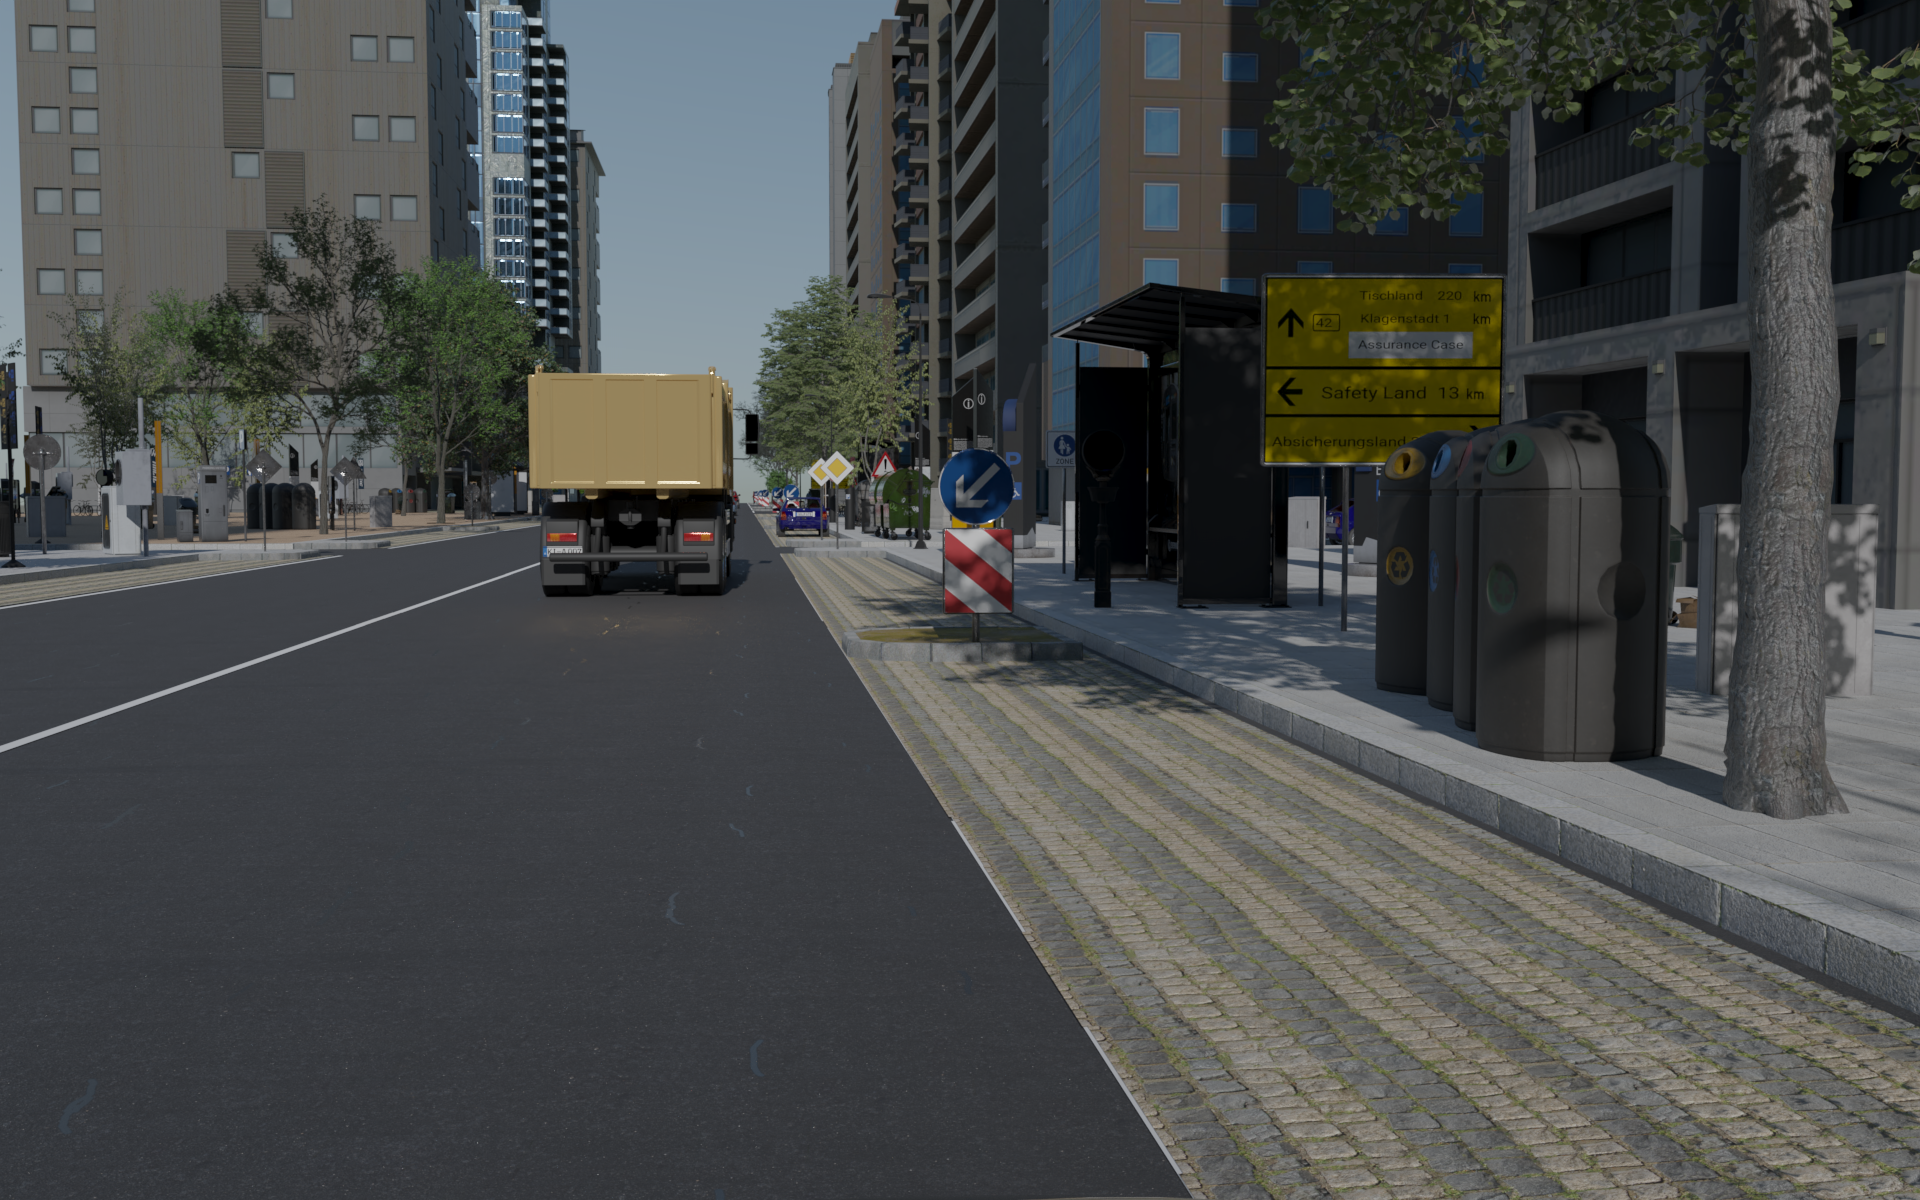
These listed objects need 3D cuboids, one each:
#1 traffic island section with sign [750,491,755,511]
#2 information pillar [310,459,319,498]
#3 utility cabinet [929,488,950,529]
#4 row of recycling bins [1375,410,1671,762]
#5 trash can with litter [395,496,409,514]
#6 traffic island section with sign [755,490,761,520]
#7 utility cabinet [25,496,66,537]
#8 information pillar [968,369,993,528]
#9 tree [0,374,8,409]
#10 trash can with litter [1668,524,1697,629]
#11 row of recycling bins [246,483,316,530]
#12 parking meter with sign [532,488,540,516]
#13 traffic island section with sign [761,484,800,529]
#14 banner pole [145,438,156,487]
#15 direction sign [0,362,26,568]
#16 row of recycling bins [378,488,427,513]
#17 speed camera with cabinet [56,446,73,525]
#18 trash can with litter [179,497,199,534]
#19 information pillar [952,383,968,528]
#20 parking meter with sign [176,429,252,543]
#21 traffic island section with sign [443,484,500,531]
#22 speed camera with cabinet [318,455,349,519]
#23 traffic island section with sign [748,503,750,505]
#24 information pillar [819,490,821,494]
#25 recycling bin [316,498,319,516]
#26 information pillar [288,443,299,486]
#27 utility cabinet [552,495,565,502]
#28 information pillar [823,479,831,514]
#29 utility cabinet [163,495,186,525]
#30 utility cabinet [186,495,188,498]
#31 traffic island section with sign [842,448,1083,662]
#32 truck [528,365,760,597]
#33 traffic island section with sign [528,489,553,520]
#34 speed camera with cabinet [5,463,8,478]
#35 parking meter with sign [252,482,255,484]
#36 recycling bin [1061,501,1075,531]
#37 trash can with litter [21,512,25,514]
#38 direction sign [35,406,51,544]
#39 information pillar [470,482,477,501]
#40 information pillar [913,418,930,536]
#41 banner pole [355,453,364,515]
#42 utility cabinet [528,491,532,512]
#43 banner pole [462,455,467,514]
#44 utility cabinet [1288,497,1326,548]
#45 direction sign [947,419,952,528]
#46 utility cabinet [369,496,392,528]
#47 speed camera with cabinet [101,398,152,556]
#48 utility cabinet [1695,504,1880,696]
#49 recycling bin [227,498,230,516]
[{"bbox_3d":[-16.681,-8.485,147.358,1.989,1.847,2.006,0,4,-7],"label":"traffic island section with sign"},{"bbox_3d":[-42.804,-7.557,114.918,0.504,3.616,0.183,-3,5,-39],"label":"information pillar"},{"bbox_3d":[-0.830,-3.305,62.715,0.318,1.500,1.173,-2,4,-35],"label":"utility cabinet"},{"bbox_3d":[3.153,-0.174,9.964,1.069,1.692,3.534,0,4,3],"label":"row of recycling bins"},{"bbox_3d":[-35.425,-6.021,109.835,0.624,1.170,1.055,0,4,3],"label":"trash can with litter"},{"bbox_3d":[-10.377,-5.433,97.454,1.989,1.847,2.006,0,4,-7],"label":"traffic island section with sign"},{"bbox_3d":[-27.373,-2.490,51.868,1.020,1.237,0.306,-3,5,-40],"label":"utility cabinet"},{"bbox_3d":[0.429,-2.522,32.587,0.183,3.616,0.504,3,5,42],"label":"information pillar"},{"bbox_3d":[-16.660,-2.649,27.025,4.285,4.588,4.351,0,3,0],"label":"tree"},{"bbox_3d":[6.965,-0.335,16.868,0.624,1.170,1.055,-3,5,-41],"label":"trash can with litter"},{"bbox_3d":[-24.772,-3.426,63.132,3.534,1.692,1.069,2,4,34],"label":"row of recycling bins"},{"bbox_3d":[-25.568,-6.607,104.289,0.543,3.016,1.738,-1,4,-12],"label":"parking meter with sign"},{"bbox_3d":[-7.008,-3.797,70.709,1.989,1.847,2.006,0,4,-7],"label":"traffic island section with sign"},{"bbox_3d":[-36.323,-5.372,77.854,0.401,3.779,0.863,3,5,41],"label":"banner pole"},{"bbox_3d":[-16.547,-2.335,30.171,0.379,3.537,0.876,-3,5,-44],"label":"direction sign"},{"bbox_3d":[-37.684,-6.724,117.044,1.069,1.692,3.534,3,5,39],"label":"row of recycling bins"},{"bbox_3d":[-37.574,-4.780,72.495,0.660,3.252,2.038,-2,4,-32],"label":"speed camera with cabinet"},{"bbox_3d":[-25.046,-2.760,56.518,1.055,1.170,0.624,3,5,45],"label":"trash can with litter"},{"bbox_3d":[0.090,-2.629,34.331,0.504,3.616,0.183,-1,4,-9],"label":"information pillar"},{"bbox_3d":[-20.006,-3.061,46.302,1.738,3.016,0.543,-2,4,-34],"label":"parking meter with sign"},{"bbox_3d":[-19.287,-3.659,68.445,1.989,1.847,2.006,0,4,-7],"label":"traffic island section with sign"},{"bbox_3d":[-32.112,-5.773,88.732,2.038,3.252,0.660,3,5,41],"label":"speed camera with cabinet"},{"bbox_3d":[-20.057,-10.121,174.102,1.989,1.847,2.006,0,4,-7],"label":"traffic island section with sign"},{"bbox_3d":[-9.814,-7.041,119.617,0.304,2.012,0.304,3,5,40],"label":"information pillar"},{"bbox_3d":[-37.651,-5.374,100.412,0.722,1.027,0.722,1,4,9],"label":"recycling bin"},{"bbox_3d":[-30.886,-5.441,80.320,0.183,3.616,0.504,3,4,37],"label":"information pillar"},{"bbox_3d":[-27.978,-6.723,121.087,1.020,1.237,0.306,-2,4,-30],"label":"utility cabinet"},{"bbox_3d":[-6.433,-4.861,83.974,0.304,2.012,0.304,-1,4,-22],"label":"information pillar"},{"bbox_3d":[-32.345,-3.662,71.039,1.020,1.237,0.306,2,4,25],"label":"utility cabinet"},{"bbox_3d":[-44.051,-5.303,97.865,1.020,1.237,0.306,2,4,26],"label":"utility cabinet"},{"bbox_3d":[-0.053,-0.430,15.654,1.989,1.847,2.006,0,4,-7],"label":"traffic island section with sign"},{"bbox_3d":[-4.984,-1.956,27.899,3.469,3.379,9.791,0,4,-6],"label":"truck"},{"bbox_3d":[-22.664,-5.294,95.189,1.989,1.847,2.006,0,4,-7],"label":"traffic island section with sign"},{"bbox_3d":[-60.709,-7.042,109.480,0.660,3.252,2.038,1,4,22],"label":"speed camera with cabinet"},{"bbox_3d":[-45.809,-7.085,112.098,0.543,3.016,1.738,-2,4,-23],"label":"parking meter with sign"},{"bbox_3d":[3.900,-2.899,59.956,0.722,1.027,0.722,0,4,-7],"label":"recycling bin"},{"bbox_3d":[-61.439,-6.208,112.554,1.678,1.210,2.233,-3,5,-41],"label":"trash can with litter"},{"bbox_3d":[-23.826,-3.235,44.883,0.379,3.537,0.876,-1,4,-19],"label":"direction sign"},{"bbox_3d":[-29.692,-6.191,105.711,0.304,2.012,0.304,-3,4,-37],"label":"information pillar"},{"bbox_3d":[-1.156,-3.751,52.687,0.504,3.616,0.183,0,4,7],"label":"information pillar"},{"bbox_3d":[-36.625,-7.068,105.580,0.863,3.779,0.401,2,4,26],"label":"banner pole"},{"bbox_3d":[-29.791,-6.752,119.067,1.173,1.500,0.318,2,4,30],"label":"utility cabinet"},{"bbox_3d":[-31.918,-7.447,111.779,0.401,3.779,0.863,-2,4,-34],"label":"banner pole"},{"bbox_3d":[8.272,-1.849,41.392,0.306,1.237,1.020,-2,4,-32],"label":"utility cabinet"},{"bbox_3d":[-0.225,-3.701,52.500,0.379,3.537,0.876,1,4,20],"label":"direction sign"},{"bbox_3d":[-22.380,-3.411,66.926,0.306,1.237,1.020,1,4,19],"label":"utility cabinet"},{"bbox_3d":[-17.419,-2.557,36.145,0.660,3.252,2.038,-3,4,-37],"label":"speed camera with cabinet"},{"bbox_3d":[5.307,0.001,11.143,1.020,1.237,0.306,0,4,2],"label":"utility cabinet"},{"bbox_3d":[-43.499,-5.467,101.945,0.722,1.027,0.722,0,4,6],"label":"recycling bin"}]
